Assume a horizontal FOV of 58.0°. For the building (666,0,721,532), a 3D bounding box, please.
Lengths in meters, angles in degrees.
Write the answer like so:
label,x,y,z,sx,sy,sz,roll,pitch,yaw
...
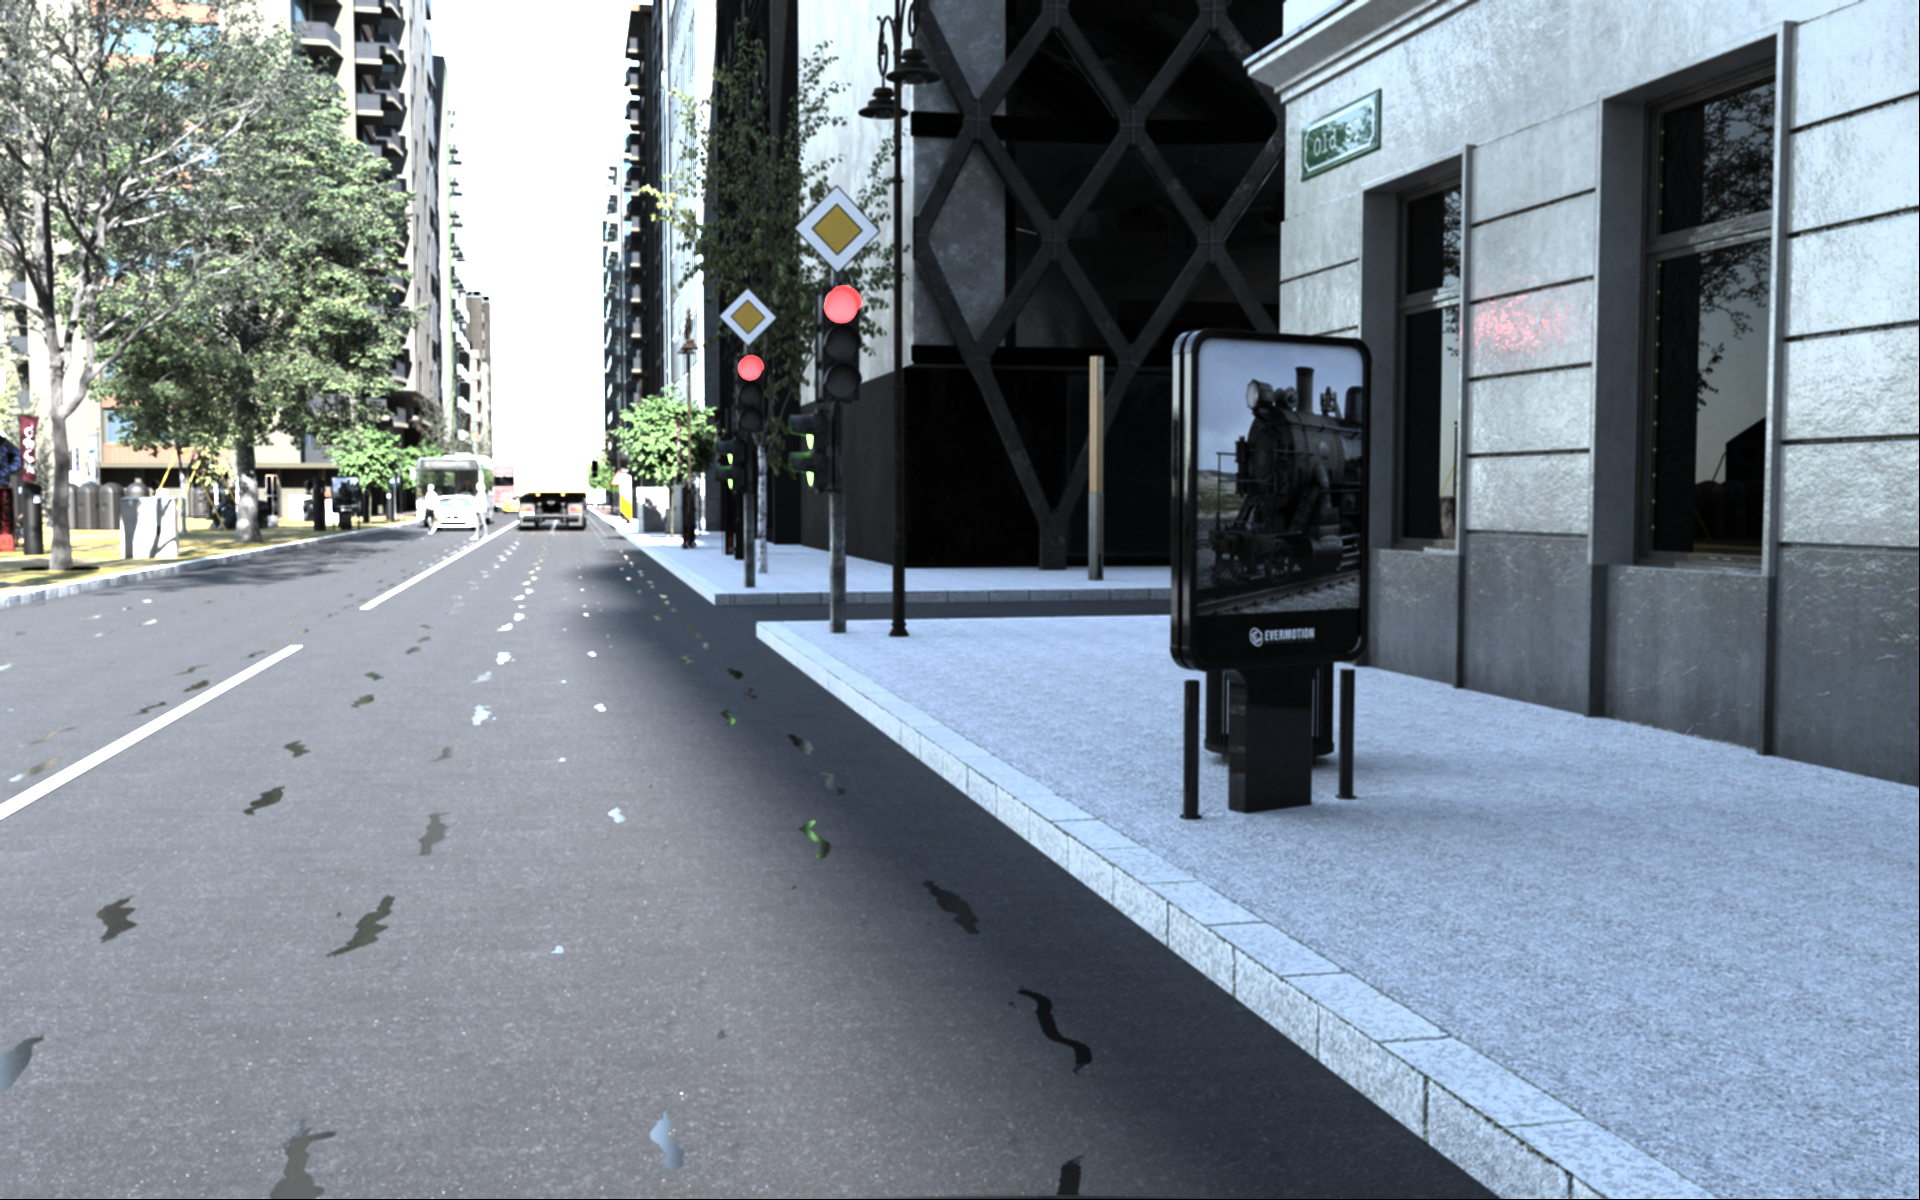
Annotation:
label,x,y,z,sx,sy,sz,roll,pitch,yaw
building,-5.065,-15.382,69.525,12.078,24.808,19.932,-1,4,-13

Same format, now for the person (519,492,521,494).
label,x,y,z,sx,sy,sz,roll,pitch,yaw
person,-56.898,-13.163,223.845,1.348,1.807,0.705,1,4,18

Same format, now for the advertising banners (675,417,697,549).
label,x,y,z,sx,sy,sz,roll,pitch,yaw
advertising banners,-6.441,-2.720,40.655,0.090,3.025,2.074,0,4,3

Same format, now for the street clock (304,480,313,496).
label,x,y,z,sx,sy,sz,roll,pitch,yaw
street clock,-34.316,-5.304,91.287,0.358,2.002,0.471,1,4,19

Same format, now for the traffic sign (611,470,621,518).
label,x,y,z,sx,sy,sz,roll,pitch,yaw
traffic sign,-18.644,-5.794,94.740,0.884,2.594,0.081,0,4,-5

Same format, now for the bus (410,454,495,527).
label,x,y,z,sx,sy,sz,roll,pitch,yaw
bus,-22.832,-5.127,78.678,2.948,3.499,13.247,-1,4,-12

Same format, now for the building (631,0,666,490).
label,x,y,z,sx,sy,sz,roll,pitch,yaw
building,-14.840,-42.449,132.285,20.563,71.187,20.611,-1,4,-13

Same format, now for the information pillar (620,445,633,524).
label,x,y,z,sx,sy,sz,roll,pitch,yaw
information pillar,-14.168,-5.024,73.504,0.504,3.616,0.183,1,4,22

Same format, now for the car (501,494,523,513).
label,x,y,z,sx,sy,sz,roll,pitch,yaw
car,-33.281,-7.298,129.539,2.015,1.641,3.980,-1,4,-13

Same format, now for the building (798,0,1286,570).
label,x,y,z,sx,sy,sz,roll,pitch,yaw
building,6.038,-10.327,36.292,16.811,18.784,16.820,-1,4,-13

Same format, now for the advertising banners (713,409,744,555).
label,x,y,z,sx,sy,sz,roll,pitch,yaw
advertising banners,-4.877,-2.477,36.687,0.090,3.025,2.074,1,4,11

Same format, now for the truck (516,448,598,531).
label,x,y,z,sx,sy,sz,roll,pitch,yaw
truck,-16.739,-4.622,71.490,3.469,3.379,9.791,-1,4,-11

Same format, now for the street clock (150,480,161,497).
label,x,y,z,sx,sy,sz,roll,pitch,yaw
street clock,-42.366,-5.300,91.224,0.471,2.002,0.358,1,4,13

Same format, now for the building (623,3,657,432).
label,x,y,z,sx,sy,sz,roll,pitch,yaw
building,-18.973,-30.755,157.475,22.147,44.769,28.867,-1,4,-13

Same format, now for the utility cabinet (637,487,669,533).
label,x,y,z,sx,sy,sz,roll,pitch,yaw
utility cabinet,-10.133,-2.969,57.224,0.318,1.500,1.173,2,4,35

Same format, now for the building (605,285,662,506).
label,x,y,z,sx,sy,sz,roll,pitch,yaw
building,-24.732,-31.104,200.433,32.217,40.220,23.993,-1,4,-13

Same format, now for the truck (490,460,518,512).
label,x,y,z,sx,sy,sz,roll,pitch,yaw
truck,-37.784,-9.409,142.751,2.839,4.237,11.283,-1,4,-13

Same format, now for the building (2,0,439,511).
label,x,y,z,sx,sy,sz,roll,pitch,yaw
building,-54.946,-33.236,132.653,28.713,52.752,27.495,-1,4,-13

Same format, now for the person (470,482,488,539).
label,x,y,z,sx,sy,sz,roll,pitch,yaw
person,-15.218,-2.822,54.831,0.526,1.800,0.537,-2,4,-28

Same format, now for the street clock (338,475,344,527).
label,x,y,z,sx,sy,sz,roll,pitch,yaw
street clock,-23.903,-3.813,66.906,0.471,2.002,0.358,1,4,23

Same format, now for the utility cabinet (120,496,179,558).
label,x,y,z,sx,sy,sz,roll,pitch,yaw
utility cabinet,-16.289,-1.446,34.808,1.020,1.237,0.306,-1,4,-10

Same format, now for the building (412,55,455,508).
label,x,y,z,sx,sy,sz,roll,pitch,yaw
building,-53.316,-28.857,155.412,14.154,41.232,14.086,-1,4,-13

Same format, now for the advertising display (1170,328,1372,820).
label,x,y,z,sx,sy,sz,roll,pitch,yaw
advertising display,1.270,-0.111,7.032,0.974,1.923,0.123,-2,4,-32

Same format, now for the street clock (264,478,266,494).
label,x,y,z,sx,sy,sz,roll,pitch,yaw
street clock,-30.049,-4.328,75.336,0.358,2.002,0.471,0,4,6

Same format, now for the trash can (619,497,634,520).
label,x,y,z,sx,sy,sz,roll,pitch,yaw
trash can,-16.258,-4.458,84.547,0.748,1.137,0.748,0,3,0

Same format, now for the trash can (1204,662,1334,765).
label,x,y,z,sx,sy,sz,roll,pitch,yaw
trash can,1.482,0.206,8.284,0.748,1.137,0.748,0,3,0

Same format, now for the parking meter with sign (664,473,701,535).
label,x,y,z,sx,sy,sz,roll,pitch,yaw
parking meter with sign,-8.753,-3.589,54.938,0.543,3.016,1.738,-3,5,-45

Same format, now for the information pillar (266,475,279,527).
label,x,y,z,sx,sy,sz,roll,pitch,yaw
information pillar,-26.522,-3.810,66.785,0.304,2.012,0.304,1,4,17

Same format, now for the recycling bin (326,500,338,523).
label,x,y,z,sx,sy,sz,roll,pitch,yaw
recycling bin,-28.106,-3.995,77.872,0.722,1.027,0.722,-1,4,-17

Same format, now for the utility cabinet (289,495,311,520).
label,x,y,z,sx,sy,sz,roll,pitch,yaw
utility cabinet,-32.516,-4.539,85.377,0.306,1.237,1.020,3,5,40

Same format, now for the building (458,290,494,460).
label,x,y,z,sx,sy,sz,roll,pitch,yaw
building,-72.596,-28.706,241.050,14.160,30.474,14.107,-1,4,-13

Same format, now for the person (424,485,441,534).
label,x,y,z,sx,sy,sz,roll,pitch,yaw
person,-19.120,-3.297,62.888,0.515,1.767,0.782,1,4,16

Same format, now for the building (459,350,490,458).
label,x,y,z,sx,sy,sz,roll,pitch,yaw
building,-74.353,-22.867,218.921,27.650,21.520,28.899,-1,4,-13

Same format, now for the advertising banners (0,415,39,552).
label,x,y,z,sx,sy,sz,roll,pitch,yaw
advertising banners,-21.055,-2.562,38.073,0.090,3.025,2.074,1,4,19

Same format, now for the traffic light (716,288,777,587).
label,x,y,z,sx,sy,sz,roll,pitch,yaw
traffic light,-2.916,-2.129,23.734,0.839,4.253,0.868,-1,4,-13

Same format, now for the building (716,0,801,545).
label,x,y,z,sx,sy,sz,roll,pitch,yaw
building,-0.458,-13.617,52.308,12.332,23.373,15.834,-1,4,-13

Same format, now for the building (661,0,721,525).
label,x,y,z,sx,sy,sz,roll,pitch,yaw
building,-8.602,-16.581,89.125,12.078,24.808,19.932,-1,4,-13

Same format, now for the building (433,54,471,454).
label,x,y,z,sx,sy,sz,roll,pitch,yaw
building,-65.829,-34.864,189.635,23.786,49.044,30.456,-1,4,-13

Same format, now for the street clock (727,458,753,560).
label,x,y,z,sx,sy,sz,roll,pitch,yaw
street clock,-4.309,-1.795,33.918,0.471,2.002,0.358,0,4,3

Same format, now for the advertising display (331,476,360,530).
label,x,y,z,sx,sy,sz,roll,pitch,yaw
advertising display,-22.025,-3.480,62.112,0.974,1.923,0.123,-1,4,-13

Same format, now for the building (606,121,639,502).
label,x,y,z,sx,sy,sz,roll,pitch,yaw
building,-34.491,-37.077,225.820,23.786,49.044,30.456,-1,4,-13

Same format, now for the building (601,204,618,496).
label,x,y,z,sx,sy,sz,roll,pitch,yaw
building,-43.804,-34.471,247.190,14.154,41.232,14.086,-1,4,-13

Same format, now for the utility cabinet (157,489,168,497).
label,x,y,z,sx,sy,sz,roll,pitch,yaw
utility cabinet,-37.781,-4.489,82.077,0.318,1.500,1.173,-2,4,-34

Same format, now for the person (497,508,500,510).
label,x,y,z,sx,sy,sz,roll,pitch,yaw
person,-42.591,-9.241,159.675,0.705,1.814,1.350,0,3,0

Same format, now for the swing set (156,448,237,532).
label,x,y,z,sx,sy,sz,roll,pitch,yaw
swing set,-26.567,-3.832,60.270,2.862,2.851,3.119,0,4,-7

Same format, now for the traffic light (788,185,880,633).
label,x,y,z,sx,sy,sz,roll,pitch,yaw
traffic light,-1.150,-1.653,15.946,0.839,4.253,0.868,-1,4,-13

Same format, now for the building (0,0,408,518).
label,x,y,z,sx,sy,sz,roll,pitch,yaw
building,-46.305,-27.606,105.990,22.147,44.769,28.867,-1,4,-13
